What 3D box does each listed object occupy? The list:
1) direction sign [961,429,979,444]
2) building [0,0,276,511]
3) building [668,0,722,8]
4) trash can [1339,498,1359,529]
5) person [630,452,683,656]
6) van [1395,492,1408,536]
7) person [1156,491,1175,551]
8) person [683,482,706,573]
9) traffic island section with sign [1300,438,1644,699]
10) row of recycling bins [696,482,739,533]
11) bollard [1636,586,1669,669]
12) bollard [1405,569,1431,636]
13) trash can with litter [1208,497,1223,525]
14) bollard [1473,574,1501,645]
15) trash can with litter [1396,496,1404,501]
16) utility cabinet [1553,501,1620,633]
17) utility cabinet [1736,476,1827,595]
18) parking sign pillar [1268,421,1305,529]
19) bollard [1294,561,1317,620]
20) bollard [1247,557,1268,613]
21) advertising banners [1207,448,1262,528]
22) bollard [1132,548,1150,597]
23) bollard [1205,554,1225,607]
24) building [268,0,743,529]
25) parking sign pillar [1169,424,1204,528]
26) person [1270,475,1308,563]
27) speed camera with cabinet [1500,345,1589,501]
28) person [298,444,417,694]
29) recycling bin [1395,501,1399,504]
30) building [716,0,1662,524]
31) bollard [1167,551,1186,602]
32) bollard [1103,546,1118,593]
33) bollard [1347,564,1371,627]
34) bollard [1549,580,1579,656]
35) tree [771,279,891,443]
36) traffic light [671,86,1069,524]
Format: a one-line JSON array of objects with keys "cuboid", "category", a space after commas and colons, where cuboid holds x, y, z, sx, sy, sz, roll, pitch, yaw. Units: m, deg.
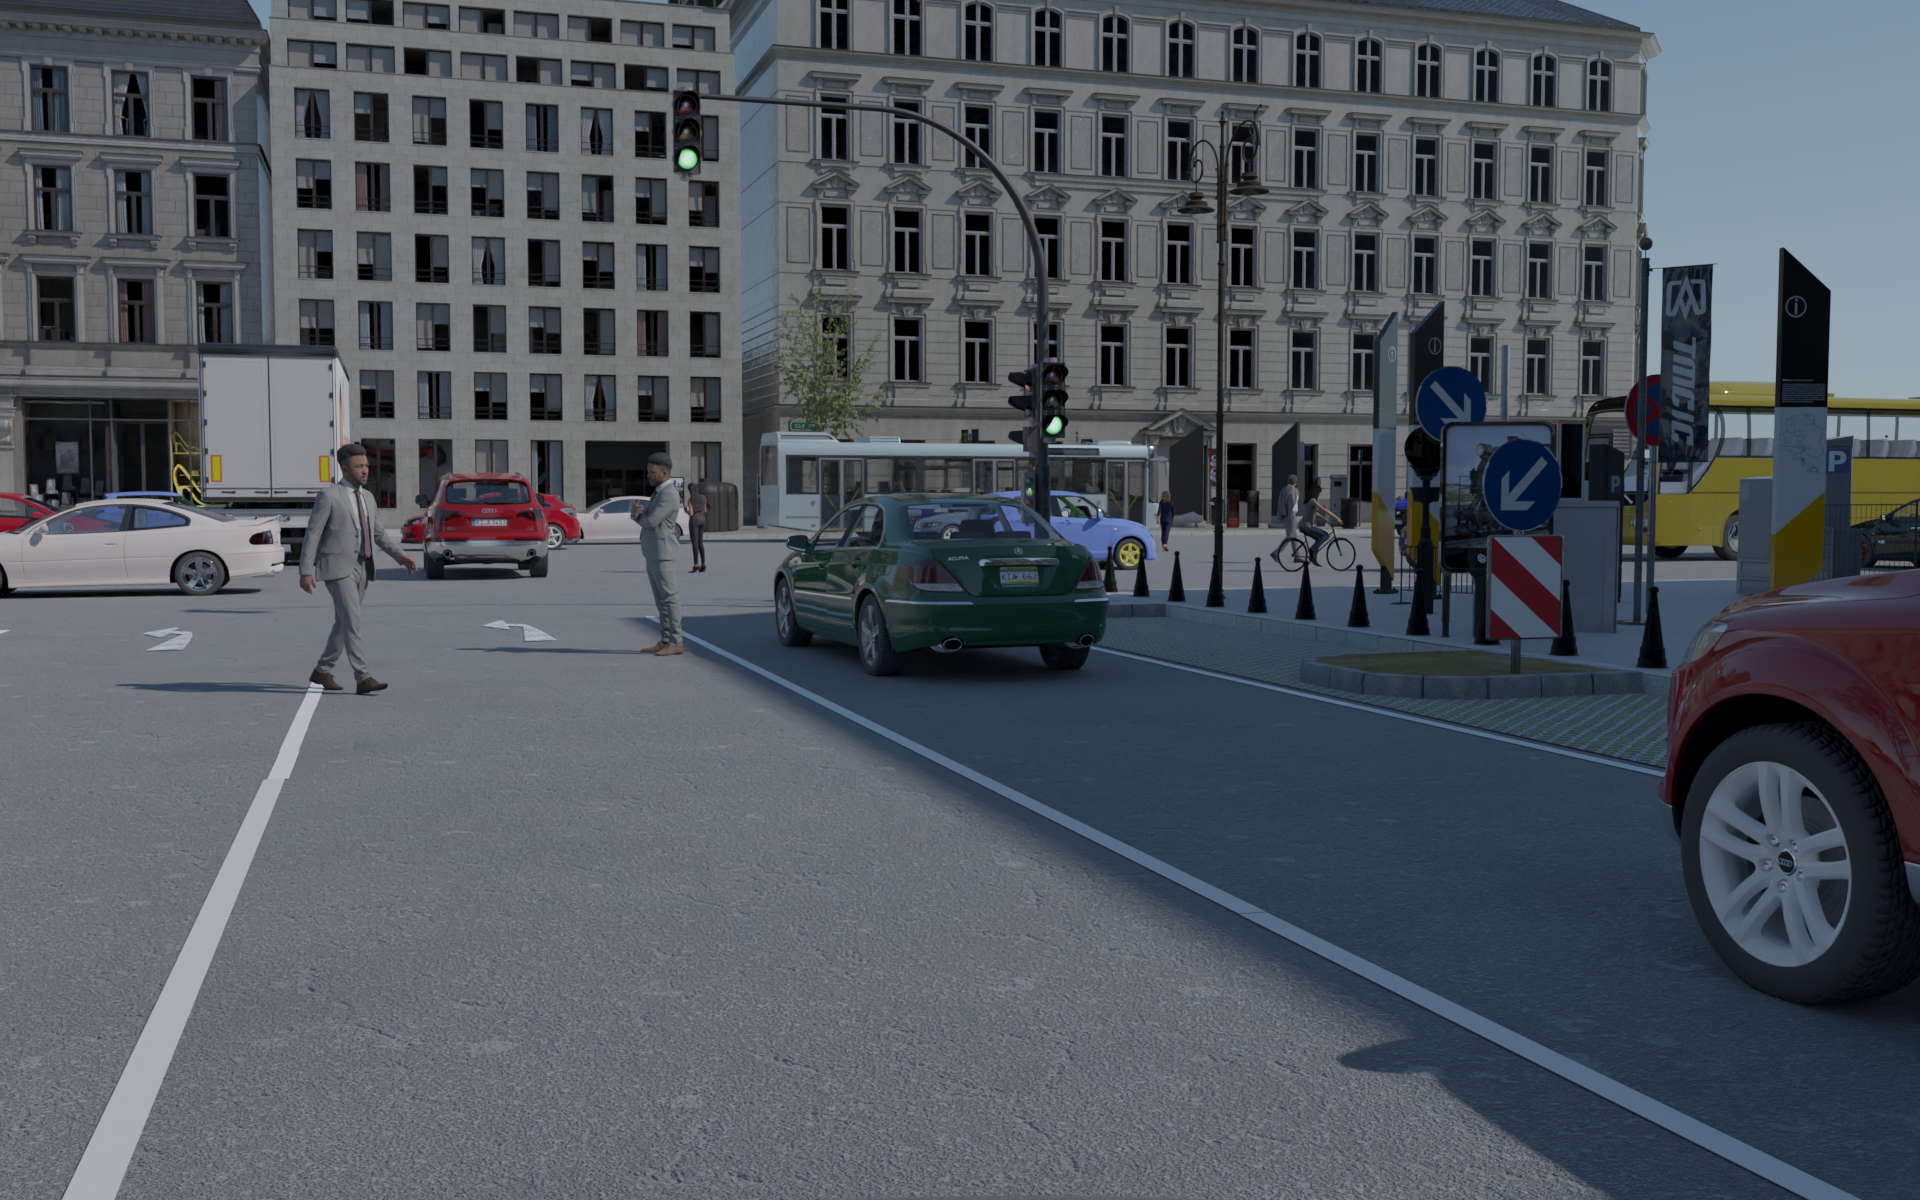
[{"cuboid": [0.348, -4.192, 60.528, 0.379, 3.537, 0.876, -3, 5, -42], "category": "direction sign"}, {"cuboid": [-45.314, -12.809, 60.337, 40.483, 20.767, 10.553, -1, 4, -18], "category": "building"}, {"cuboid": [-27.741, -48.908, 237.905, 20.611, 71.187, 20.563, -1, 4, -18], "category": "building"}, {"cuboid": [14.358, -3.196, 63.916, 0.748, 1.137, 0.748, 0, 3, 0], "category": "trash can"}, {"cuboid": [-2.729, -0.416, 15.489, 0.466, 1.800, 0.511, -2, 4, -35], "category": "person"}, {"cuboid": [16.654, -3.210, 56.870, 5.245, 2.365, 2.240, -1, 4, -17], "category": "van"}, {"cuboid": [5.162, -1.976, 43.348, 0.480, 1.512, 0.613, 0, 4, -8], "category": "person"}, {"cuboid": [-4.835, -1.323, 31.594, 0.415, 1.643, 0.593, 0, 4, -6], "category": "person"}, {"cuboid": [3.658, -0.267, 12.995, 1.989, 1.847, 2.006, -1, 4, -18], "category": "traffic island section with sign"}, {"cuboid": [-8.319, -3.198, 59.403, 1.069, 1.692, 3.534, 0, 4, 7], "category": "row of recycling bins"}, {"cuboid": [5.129, 0.197, 12.817, 0.229, 0.601, 0.229, 0, 3, 0], "category": "bollard"}, {"cuboid": [4.175, 0.017, 15.769, 0.229, 0.601, 0.229, 0, 3, 0], "category": "bollard"}, {"cuboid": [10.494, -3.649, 71.050, 0.624, 1.170, 1.055, 1, 4, 10], "category": "trash can with litter"}, {"cuboid": [4.501, 0.078, 14.774, 0.229, 0.601, 0.229, 0, 3, 0], "category": "bollard"}, {"cuboid": [16.792, -3.378, 66.280, 1.678, 1.210, 2.233, -1, 4, -11], "category": "trash can with litter"}, {"cuboid": [5.625, -0.311, 16.239, 1.020, 1.237, 0.306, 1, 4, 22], "category": "utility cabinet"}, {"cuboid": [10.143, -0.780, 21.433, 0.318, 1.500, 1.173, -1, 4, -15], "category": "utility cabinet"}, {"cuboid": [12.220, -4.651, 64.512, 1.447, 3.967, 1.447, -2, 4, -35], "category": "parking sign pillar"}, {"cuboid": [3.543, -0.104, 17.741, 0.229, 0.601, 0.229, 0, 3, 0], "category": "bollard"}, {"cuboid": [3.218, -0.164, 18.728, 0.229, 0.601, 0.229, 0, 3, 0], "category": "bollard"}, {"cuboid": [10.446, -4.271, 66.015, 2.074, 3.025, 0.090, 1, 4, 9], "category": "advertising banners"}, {"cuboid": [2.271, -0.344, 21.666, 0.229, 0.601, 0.229, 0, 3, 0], "category": "bollard"}, {"cuboid": [2.907, -0.224, 19.711, 0.229, 0.601, 0.229, 0, 3, 0], "category": "bollard"}, {"cuboid": [-18.027, -13.112, 69.136, 16.860, 20.320, 10.420, -1, 4, -18], "category": "building"}, {"cuboid": [8.741, -4.801, 66.971, 1.447, 3.967, 1.447, 0, 4, 4], "category": "parking sign pillar"}, {"cuboid": [6.838, -1.670, 35.898, 0.850, 1.850, 0.679, 0, 4, -8], "category": "person"}, {"cuboid": [7.559, -1.718, 22.421, 0.660, 3.252, 2.038, -1, 4, -12], "category": "speed camera with cabinet"}, {"cuboid": [-4.411, -0.228, 12.498, 0.850, 1.792, 0.678, 2, 4, 23], "category": "person"}, {"cuboid": [16.359, -3.152, 64.083, 0.722, 1.027, 0.722, 2, 4, 23], "category": "recycling bin"}, {"cuboid": [10.805, -18.706, 82.261, 44.131, 29.872, 17.030, -1, 4, -18], "category": "building"}, {"cuboid": [2.590, -0.284, 20.688, 0.229, 0.601, 0.229, 0, 3, 0], "category": "bollard"}, {"cuboid": [1.960, -0.404, 22.645, 0.229, 0.601, 0.229, 0, 3, 0], "category": "bollard"}, {"cuboid": [3.860, -0.043, 16.746, 0.229, 0.601, 0.229, 0, 3, 0], "category": "bollard"}, {"cuboid": [4.818, 0.137, 13.797, 0.229, 0.601, 0.229, 0, 3, 0], "category": "bollard"}, {"cuboid": [-4.725, -6.731, 60.412, 4.737, 8.622, 4.395, 0, 3, 0], "category": "tree"}, {"cuboid": [-0.993, -2.790, 20.290, 4.771, 5.953, 1.251, -1, 4, -18], "category": "traffic light"}]
